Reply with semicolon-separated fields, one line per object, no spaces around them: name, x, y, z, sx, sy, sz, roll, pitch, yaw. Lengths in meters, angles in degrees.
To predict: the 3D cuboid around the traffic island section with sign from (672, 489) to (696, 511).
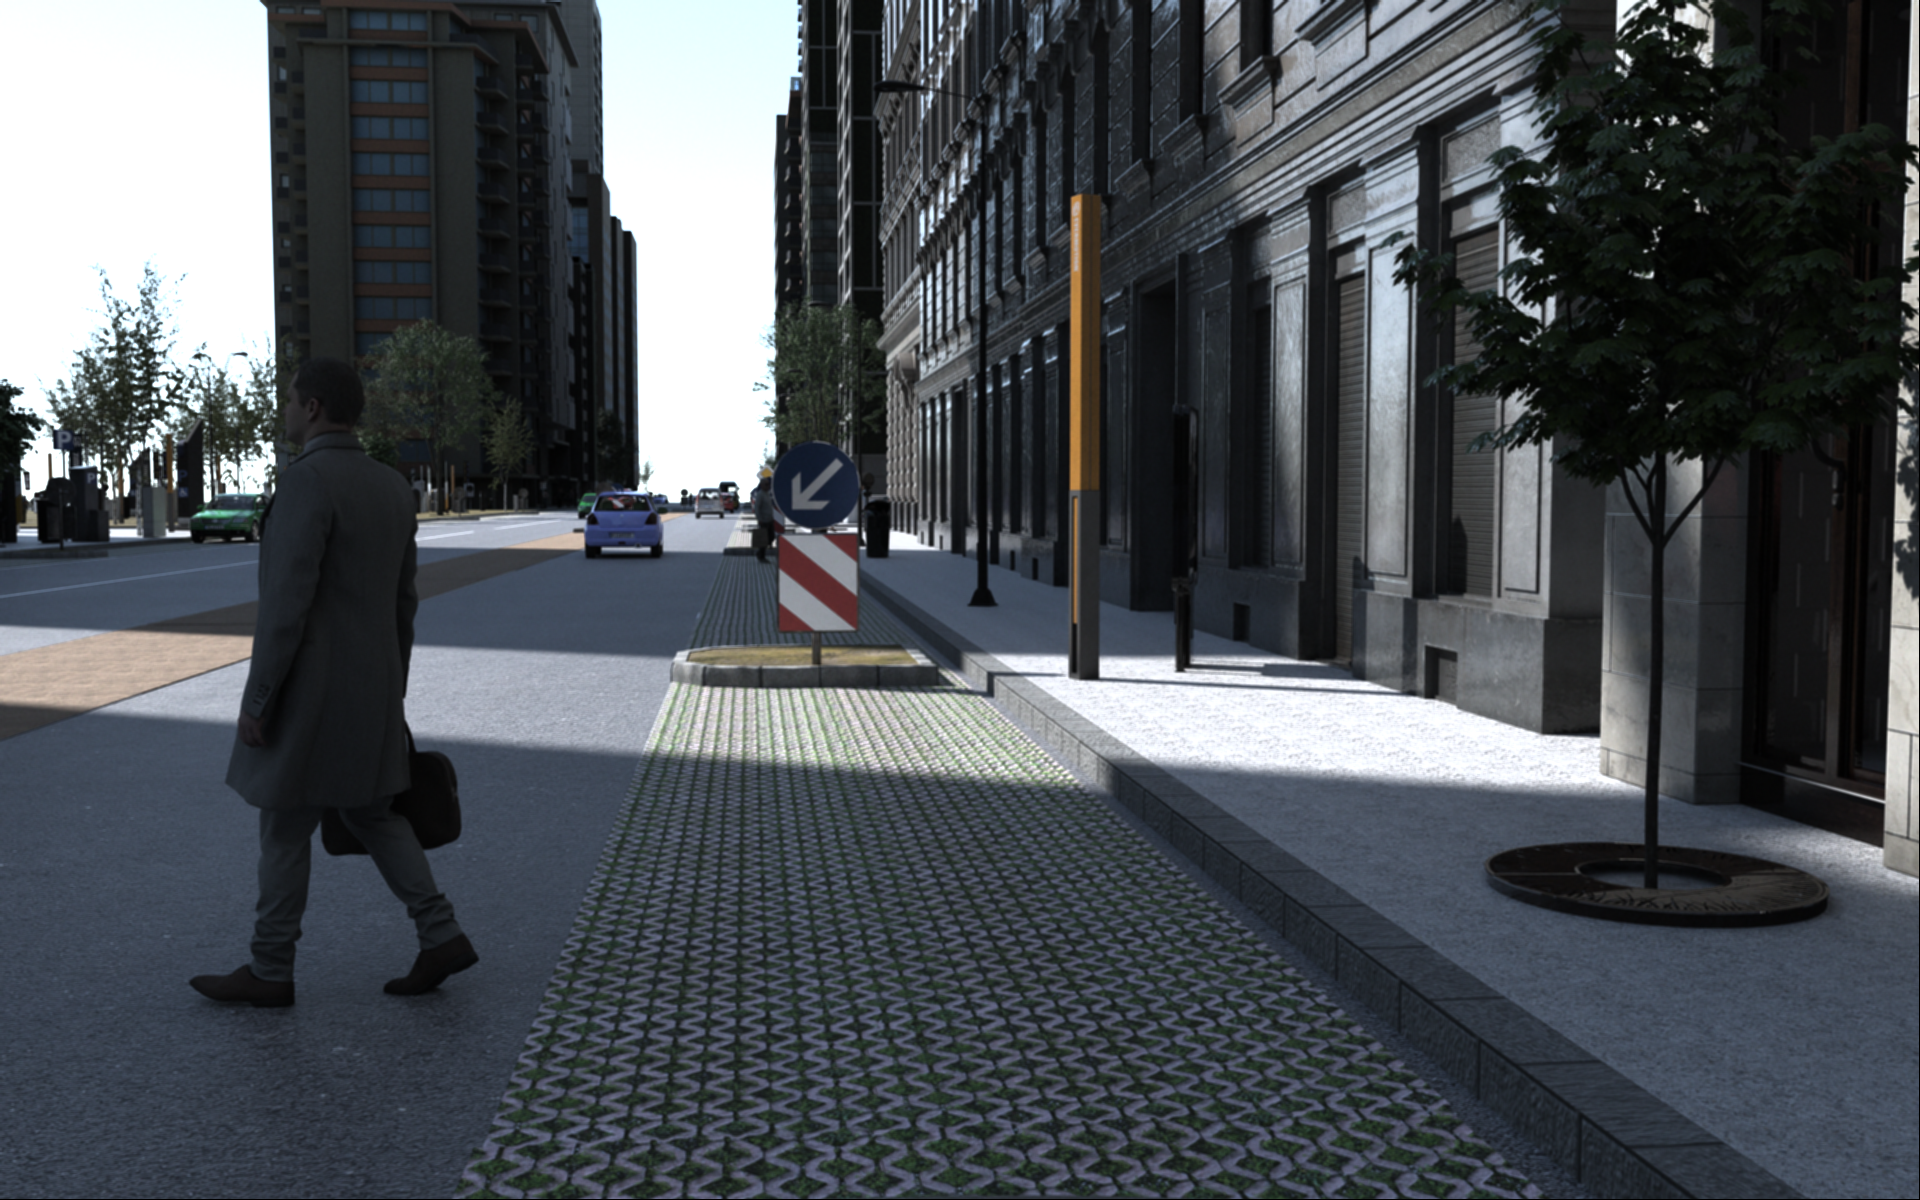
traffic island section with sign;-23.389;-8.483;146.830;2.006;1.907;1.989;0;4;-7

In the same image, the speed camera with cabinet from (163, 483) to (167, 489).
speed camera with cabinet;-64.242;-8.805;138.295;2.038;3.252;0.660;-1;4;-12

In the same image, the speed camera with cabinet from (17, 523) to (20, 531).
speed camera with cabinet;-32.561;-3.941;58.779;0.660;3.252;2.038;-1;4;-14

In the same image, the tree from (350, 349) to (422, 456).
tree;-29.747;-8.458;88.644;4.360;8.622;3.978;0;3;0

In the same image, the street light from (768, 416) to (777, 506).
street light;-10.529;-7.995;103.259;1.470;5.913;1.316;0;4;-7

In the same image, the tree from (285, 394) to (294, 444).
tree;-40.938;-9.792;110.460;4.360;8.622;3.978;0;3;0

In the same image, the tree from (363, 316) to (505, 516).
tree;-31.143;-10.827;102.782;9.928;11.665;9.643;0;3;0

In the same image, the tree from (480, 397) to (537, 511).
tree;-33.814;-10.927;129.025;4.737;8.622;4.395;0;3;0

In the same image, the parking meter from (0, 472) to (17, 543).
parking meter;-25.119;-2.444;45.666;0.399;1.863;0.255;2;4;28

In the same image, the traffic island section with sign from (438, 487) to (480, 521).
traffic island section with sign;-27.064;-5.200;93.643;1.989;1.847;2.006;0;4;-7

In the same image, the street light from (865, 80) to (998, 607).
street light;-0.277;-2.883;19.672;1.470;5.913;1.316;0;4;-7

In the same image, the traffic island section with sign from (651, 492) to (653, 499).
traffic island section with sign;-49.714;-16.549;279.208;1.989;1.847;2.006;0;4;-7

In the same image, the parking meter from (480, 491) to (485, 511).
parking meter;-36.399;-7.564;132.078;0.372;1.533;0.369;0;3;0

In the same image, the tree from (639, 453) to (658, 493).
tree;-54.893;-21.539;302.521;4.737;8.622;4.395;0;3;0

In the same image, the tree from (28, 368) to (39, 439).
tree;-40.430;-7.917;79.806;4.360;8.622;3.978;0;3;0

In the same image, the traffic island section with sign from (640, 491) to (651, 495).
traffic island section with sign;-46.411;-14.898;252.205;1.989;1.847;2.006;0;4;-7

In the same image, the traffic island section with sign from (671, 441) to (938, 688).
traffic island section with sign;-1.266;-0.308;13.666;1.989;1.847;2.006;0;4;-7

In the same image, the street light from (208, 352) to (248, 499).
street light;-23.973;-5.150;56.738;1.470;5.913;1.316;0;4;-7

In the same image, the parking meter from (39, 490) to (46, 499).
parking meter;-53.178;-5.627;100.416;0.372;1.533;0.369;0;3;0

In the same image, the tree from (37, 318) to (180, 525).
tree;-35.462;-7.460;72.338;4.360;8.622;3.978;0;3;0

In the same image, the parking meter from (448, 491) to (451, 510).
parking meter;-40.315;-7.837;136.541;0.372;1.533;0.369;0;3;0

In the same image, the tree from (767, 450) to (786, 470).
tree;-12.989;-8.937;129.830;4.285;4.588;4.351;0;3;0

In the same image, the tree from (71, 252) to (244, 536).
tree;-25.350;-6.301;53.382;4.737;8.622;4.395;0;3;0

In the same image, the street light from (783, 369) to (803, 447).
street light;-5.736;-5.633;64.648;1.470;5.913;1.316;0;4;-7

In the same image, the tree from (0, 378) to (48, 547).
tree;-23.765;-3.537;41.547;4.285;4.588;4.351;0;3;0

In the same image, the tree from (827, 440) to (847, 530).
tree;-4.608;-4.090;61.472;1.663;3.219;1.824;0;3;0

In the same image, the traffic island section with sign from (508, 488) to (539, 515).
traffic island section with sign;-30.334;-6.836;120.399;1.989;1.847;2.006;0;4;-7

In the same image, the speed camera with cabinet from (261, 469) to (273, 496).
speed camera with cabinet;-53.018;-8.447;132.447;0.660;3.252;2.038;-1;4;-13

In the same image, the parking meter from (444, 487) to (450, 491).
parking meter;-41.856;-8.293;141.303;0.399;1.863;0.255;1;4;14

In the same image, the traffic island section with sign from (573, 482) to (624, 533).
traffic island section with sign;-13.389;-3.471;64.890;2.006;1.907;1.989;0;4;-7

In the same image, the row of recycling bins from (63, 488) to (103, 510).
row of recycling bins;-49.096;-5.487;96.826;1.069;1.692;3.534;0;4;5

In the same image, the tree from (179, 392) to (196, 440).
tree;-54.870;-10.437;121.009;4.360;8.622;3.978;0;3;0

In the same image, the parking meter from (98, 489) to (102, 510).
parking meter;-45.096;-5.025;90.566;0.372;1.533;0.369;0;3;0

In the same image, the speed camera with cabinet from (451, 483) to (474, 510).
speed camera with cabinet;-41.185;-9.085;142.880;2.038;3.252;0.660;-2;4;-31

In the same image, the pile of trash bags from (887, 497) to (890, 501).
pile of trash bags;-2.155;-4.282;79.759;1.912;1.369;3.447;3;4;36

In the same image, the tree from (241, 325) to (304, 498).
tree;-30.062;-7.609;74.767;4.737;8.622;4.395;0;3;0

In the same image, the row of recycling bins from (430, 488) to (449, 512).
row of recycling bins;-37.531;-7.210;124.999;1.069;1.692;3.534;-2;4;-24

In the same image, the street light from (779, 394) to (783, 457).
street light;-7.670;-6.620;80.772;1.470;5.913;1.316;0;4;-7

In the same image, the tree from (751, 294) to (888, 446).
tree;-6.885;-10.004;89.326;9.928;11.665;9.643;0;3;0

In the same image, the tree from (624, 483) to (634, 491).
tree;-49.060;-16.005;256.289;1.663;3.219;1.824;0;3;0

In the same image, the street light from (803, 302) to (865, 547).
street light;-2.977;-4.250;42.029;1.470;5.913;1.316;0;4;-7

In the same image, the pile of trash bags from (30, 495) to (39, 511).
pile of trash bags;-69.826;-7.410;130.911;3.447;1.369;1.912;0;4;-4

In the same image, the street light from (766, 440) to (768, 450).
street light;-13.158;-9.363;125.625;1.470;5.913;1.316;0;4;-7

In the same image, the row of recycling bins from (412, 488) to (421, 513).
row of recycling bins;-37.419;-6.683;116.380;3.534;1.692;1.069;3;5;44

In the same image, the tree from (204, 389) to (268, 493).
tree;-49.744;-10.378;120.045;4.360;8.622;3.978;0;3;0

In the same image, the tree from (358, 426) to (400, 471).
tree;-28.629;-6.117;83.719;4.285;4.588;4.351;0;3;0

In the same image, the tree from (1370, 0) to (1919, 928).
tree;2.109;-0.666;5.498;1.663;3.219;1.824;0;3;0

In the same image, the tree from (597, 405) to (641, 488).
tree;-45.763;-18.659;222.074;9.611;12.733;9.660;0;3;0

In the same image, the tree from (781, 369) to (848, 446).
tree;-8.353;-9.154;100.022;4.737;8.622;4.395;0;3;0

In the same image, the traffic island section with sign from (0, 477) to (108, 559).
traffic island section with sign;-20.381;-1.853;38.922;1.989;1.847;2.006;0;4;-7

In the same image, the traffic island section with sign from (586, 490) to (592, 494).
traffic island section with sign;-36.424;-9.886;170.266;1.989;1.847;2.006;0;4;-7

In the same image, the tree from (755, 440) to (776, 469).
tree;-25.228;-17.124;230.345;4.360;8.622;3.978;0;3;0

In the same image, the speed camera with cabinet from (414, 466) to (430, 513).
speed camera with cabinet;-37.551;-7.735;120.806;0.660;3.252;2.038;0;4;-4
